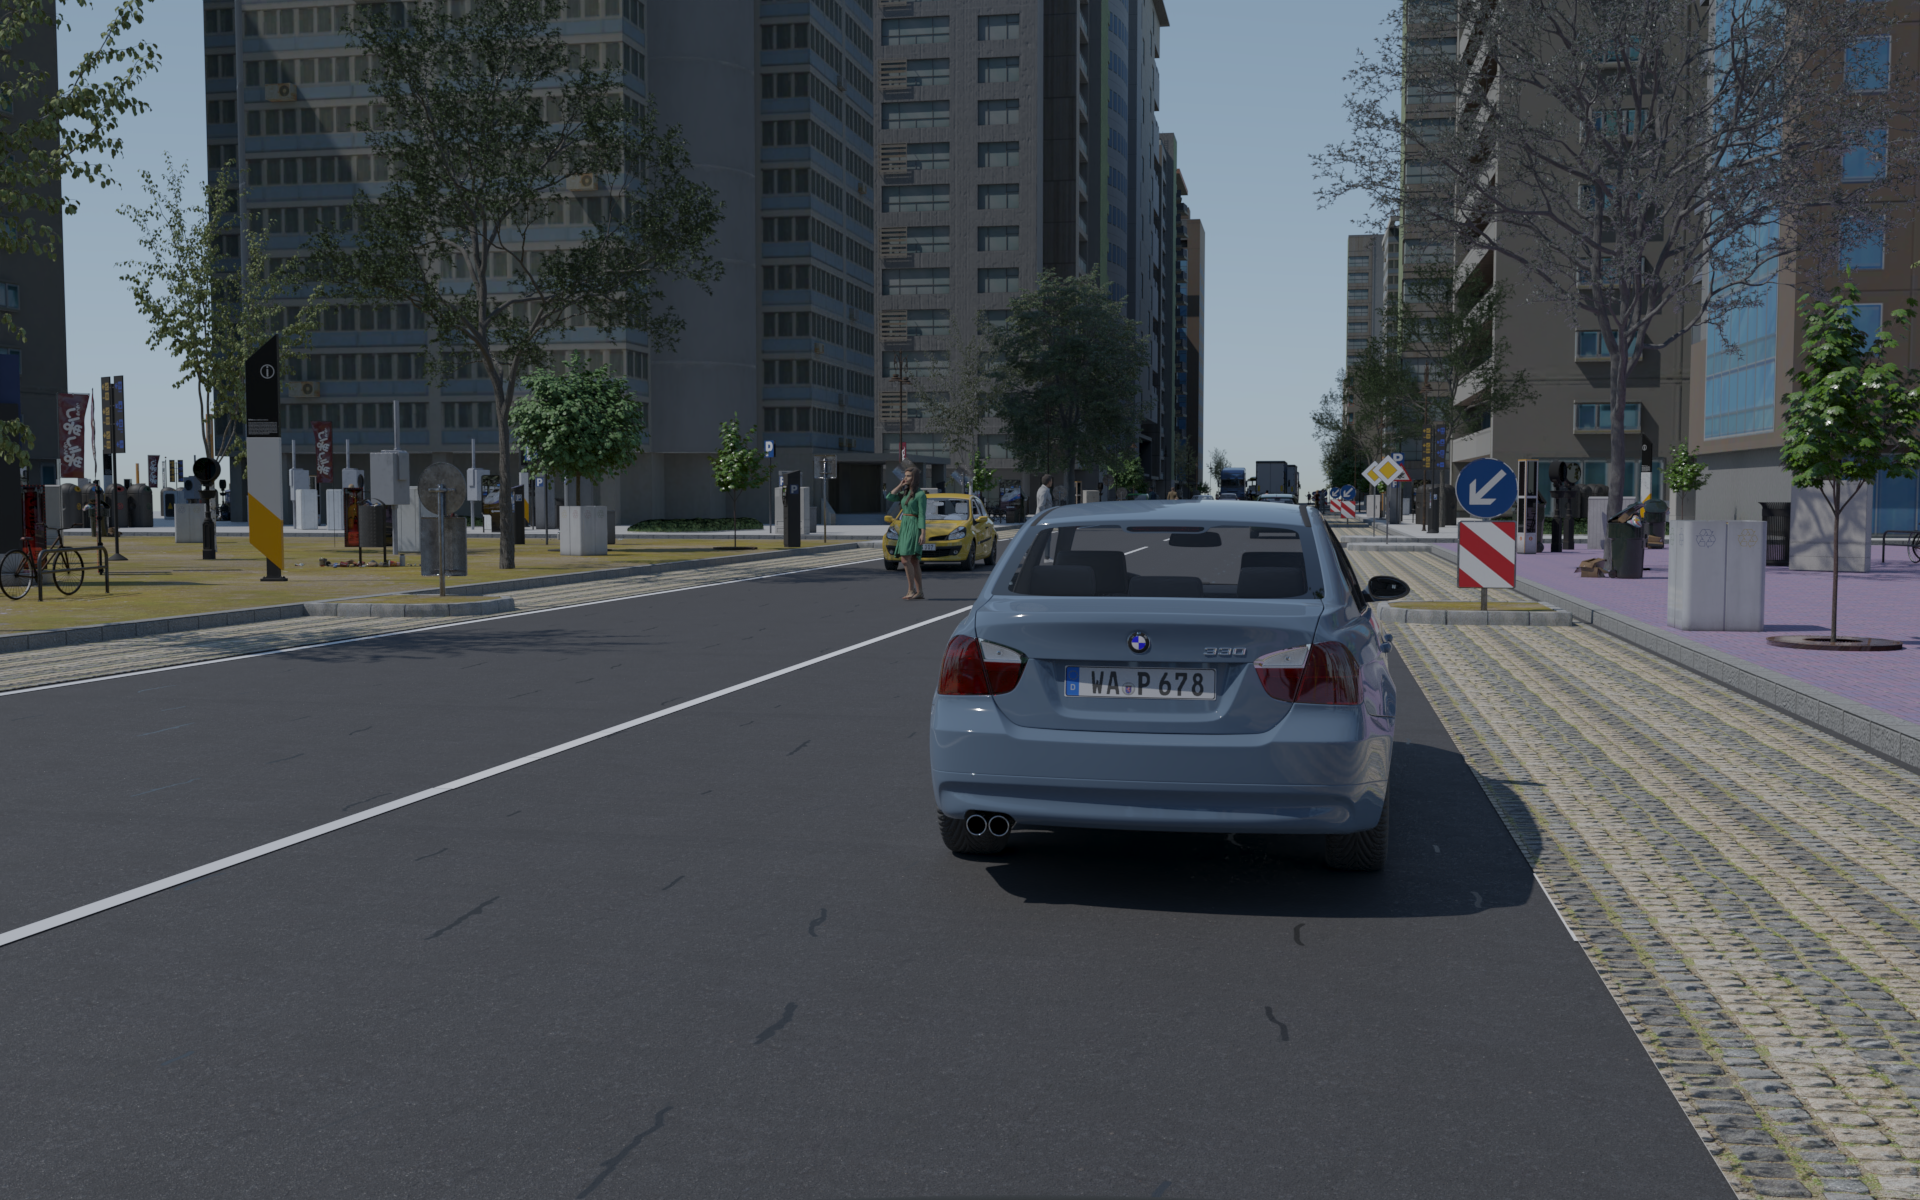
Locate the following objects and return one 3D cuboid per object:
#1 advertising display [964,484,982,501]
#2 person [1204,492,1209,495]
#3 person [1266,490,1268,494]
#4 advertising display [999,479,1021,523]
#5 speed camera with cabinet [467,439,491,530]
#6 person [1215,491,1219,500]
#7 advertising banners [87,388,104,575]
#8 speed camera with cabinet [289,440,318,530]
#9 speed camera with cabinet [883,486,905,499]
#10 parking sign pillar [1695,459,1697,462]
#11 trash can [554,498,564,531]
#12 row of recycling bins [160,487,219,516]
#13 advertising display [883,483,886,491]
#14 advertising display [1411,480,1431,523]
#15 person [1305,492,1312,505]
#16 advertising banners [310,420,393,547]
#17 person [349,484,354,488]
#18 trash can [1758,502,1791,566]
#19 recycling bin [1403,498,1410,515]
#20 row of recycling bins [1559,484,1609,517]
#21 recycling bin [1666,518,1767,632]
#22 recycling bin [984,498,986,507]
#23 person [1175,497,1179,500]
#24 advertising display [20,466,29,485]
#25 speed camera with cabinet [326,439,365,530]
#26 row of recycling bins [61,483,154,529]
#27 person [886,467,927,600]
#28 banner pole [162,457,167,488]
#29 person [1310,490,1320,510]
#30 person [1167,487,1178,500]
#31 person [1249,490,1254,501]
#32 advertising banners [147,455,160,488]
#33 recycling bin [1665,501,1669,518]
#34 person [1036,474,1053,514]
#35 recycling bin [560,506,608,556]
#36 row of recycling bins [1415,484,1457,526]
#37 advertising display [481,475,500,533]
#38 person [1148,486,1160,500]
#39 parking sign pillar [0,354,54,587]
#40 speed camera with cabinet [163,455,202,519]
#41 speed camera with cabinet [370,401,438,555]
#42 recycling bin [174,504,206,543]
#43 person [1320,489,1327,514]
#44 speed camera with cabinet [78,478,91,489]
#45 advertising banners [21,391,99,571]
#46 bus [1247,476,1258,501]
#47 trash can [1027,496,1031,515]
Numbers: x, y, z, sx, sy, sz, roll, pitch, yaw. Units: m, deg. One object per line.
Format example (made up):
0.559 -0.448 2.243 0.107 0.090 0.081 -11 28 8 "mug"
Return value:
0.572 -4.286 75.287 0.974 1.923 0.123 3 5 44 "advertising display"
28.583 -11.711 200.782 0.742 1.727 0.445 2 4 27 "person"
23.592 -7.558 132.788 1.217 1.736 0.721 3 5 44 "person"
2.186 -4.306 75.625 0.974 1.923 0.123 -1 4 -15 "advertising display"
-16.803 -4.124 61.770 2.038 3.252 0.660 3 5 44 "speed camera with cabinet"
32.786 -12.978 220.693 0.705 1.824 1.348 -1 4 -16 "person"
-14.007 -1.952 28.099 0.090 3.025 2.074 -2 4 -28 "advertising banners"
-23.820 -4.191 62.853 0.660 3.252 2.038 -2 4 -31 "speed camera with cabinet"
-3.737 -6.044 93.150 2.038 3.252 0.660 1 4 23 "speed camera with cabinet"
29.874 -4.916 68.848 1.447 3.967 1.447 1 4 18 "parking sign pillar"
-13.906 -3.018 60.995 0.748 1.137 0.748 0 3 0 "trash can"
-45.267 -5.786 101.706 1.069 1.692 3.534 2 4 32 "row of recycling bins"
-4.190 -5.921 102.024 0.974 1.923 0.123 0 4 4 "advertising display"
20.538 -4.399 77.134 0.974 1.923 0.123 -2 4 -24 "advertising display"
44.363 -12.947 220.712 0.750 1.759 0.617 -3 4 -36 "person"
-14.644 -2.795 41.880 2.074 3.025 0.090 -3 5 -41 "advertising banners"
-18.470 -2.689 53.130 0.598 1.740 0.731 0 4 -3 "person"
14.631 -1.177 30.898 0.748 1.137 0.748 0 3 0 "trash can"
26.586 -5.616 104.369 0.722 1.027 0.722 -3 4 -36 "recycling bin"
25.005 -3.801 69.260 1.069 1.692 3.534 3 5 44 "row of recycling bins"
7.192 -0.240 16.479 0.722 1.027 0.722 1 4 10 "recycling bin"
1.021 -5.380 100.518 0.722 1.027 0.722 -3 5 -41 "recycling bin"
8.347 -3.298 66.695 0.640 1.303 0.475 3 5 44 "person"
-17.468 -1.623 31.757 0.123 1.923 0.974 1 4 13 "advertising display"
-22.001 -4.140 62.029 0.660 3.252 2.038 0 4 4 "speed camera with cabinet"
-32.446 -3.581 65.660 1.069 1.692 3.534 3 4 38 "row of recycling bins"
-0.632 -0.896 23.395 0.600 1.795 0.529 3 5 39 "person"
-53.109 -7.686 115.690 0.863 3.779 0.401 3 5 44 "banner pole"
26.443 -7.311 128.554 1.217 1.766 0.721 -2 4 -30 "person"
12.491 -5.679 101.268 0.656 1.842 0.836 -1 4 -22 "person"
26.030 -8.954 154.902 0.705 1.822 1.348 1 4 21 "person"
-36.491 -4.924 76.698 2.074 3.025 0.090 -3 4 -38 "advertising banners"
27.452 -3.300 66.509 0.722 1.027 0.722 -3 5 -42 "recycling bin"
1.671 -1.696 36.068 0.795 1.843 0.661 0 4 3 "person"
-7.879 -1.450 36.257 0.722 1.027 0.722 3 4 38 "recycling bin"
19.727 -3.964 71.925 1.069 1.692 3.534 0 4 -1 "row of recycling bins"
-15.436 -3.209 57.682 0.974 1.923 0.123 -1 4 -23 "advertising display"
9.656 -4.832 87.493 0.794 1.824 0.713 -2 4 -27 "person"
-13.632 -2.198 24.404 1.447 3.967 1.447 -3 5 -40 "parking sign pillar"
-39.327 -5.703 87.587 2.038 3.252 0.660 1 4 22 "speed camera with cabinet"
-11.963 -2.635 37.420 0.660 3.252 2.038 1 4 11 "speed camera with cabinet"
-20.211 -2.016 45.520 0.722 1.027 0.722 -1 4 -19 "recycling bin"
26.095 -7.070 124.289 0.583 1.804 0.606 1 4 19 "person"
-49.479 -6.314 97.562 0.660 3.252 2.038 -1 4 -13 "speed camera with cabinet"
-15.867 -2.035 29.453 2.074 3.025 0.090 -3 5 -41 "advertising banners"
41.960 -15.435 243.906 2.896 3.916 12.252 1 4 13 "bus"
3.904 -5.700 104.853 0.748 1.137 0.748 0 3 0 "trash can"
